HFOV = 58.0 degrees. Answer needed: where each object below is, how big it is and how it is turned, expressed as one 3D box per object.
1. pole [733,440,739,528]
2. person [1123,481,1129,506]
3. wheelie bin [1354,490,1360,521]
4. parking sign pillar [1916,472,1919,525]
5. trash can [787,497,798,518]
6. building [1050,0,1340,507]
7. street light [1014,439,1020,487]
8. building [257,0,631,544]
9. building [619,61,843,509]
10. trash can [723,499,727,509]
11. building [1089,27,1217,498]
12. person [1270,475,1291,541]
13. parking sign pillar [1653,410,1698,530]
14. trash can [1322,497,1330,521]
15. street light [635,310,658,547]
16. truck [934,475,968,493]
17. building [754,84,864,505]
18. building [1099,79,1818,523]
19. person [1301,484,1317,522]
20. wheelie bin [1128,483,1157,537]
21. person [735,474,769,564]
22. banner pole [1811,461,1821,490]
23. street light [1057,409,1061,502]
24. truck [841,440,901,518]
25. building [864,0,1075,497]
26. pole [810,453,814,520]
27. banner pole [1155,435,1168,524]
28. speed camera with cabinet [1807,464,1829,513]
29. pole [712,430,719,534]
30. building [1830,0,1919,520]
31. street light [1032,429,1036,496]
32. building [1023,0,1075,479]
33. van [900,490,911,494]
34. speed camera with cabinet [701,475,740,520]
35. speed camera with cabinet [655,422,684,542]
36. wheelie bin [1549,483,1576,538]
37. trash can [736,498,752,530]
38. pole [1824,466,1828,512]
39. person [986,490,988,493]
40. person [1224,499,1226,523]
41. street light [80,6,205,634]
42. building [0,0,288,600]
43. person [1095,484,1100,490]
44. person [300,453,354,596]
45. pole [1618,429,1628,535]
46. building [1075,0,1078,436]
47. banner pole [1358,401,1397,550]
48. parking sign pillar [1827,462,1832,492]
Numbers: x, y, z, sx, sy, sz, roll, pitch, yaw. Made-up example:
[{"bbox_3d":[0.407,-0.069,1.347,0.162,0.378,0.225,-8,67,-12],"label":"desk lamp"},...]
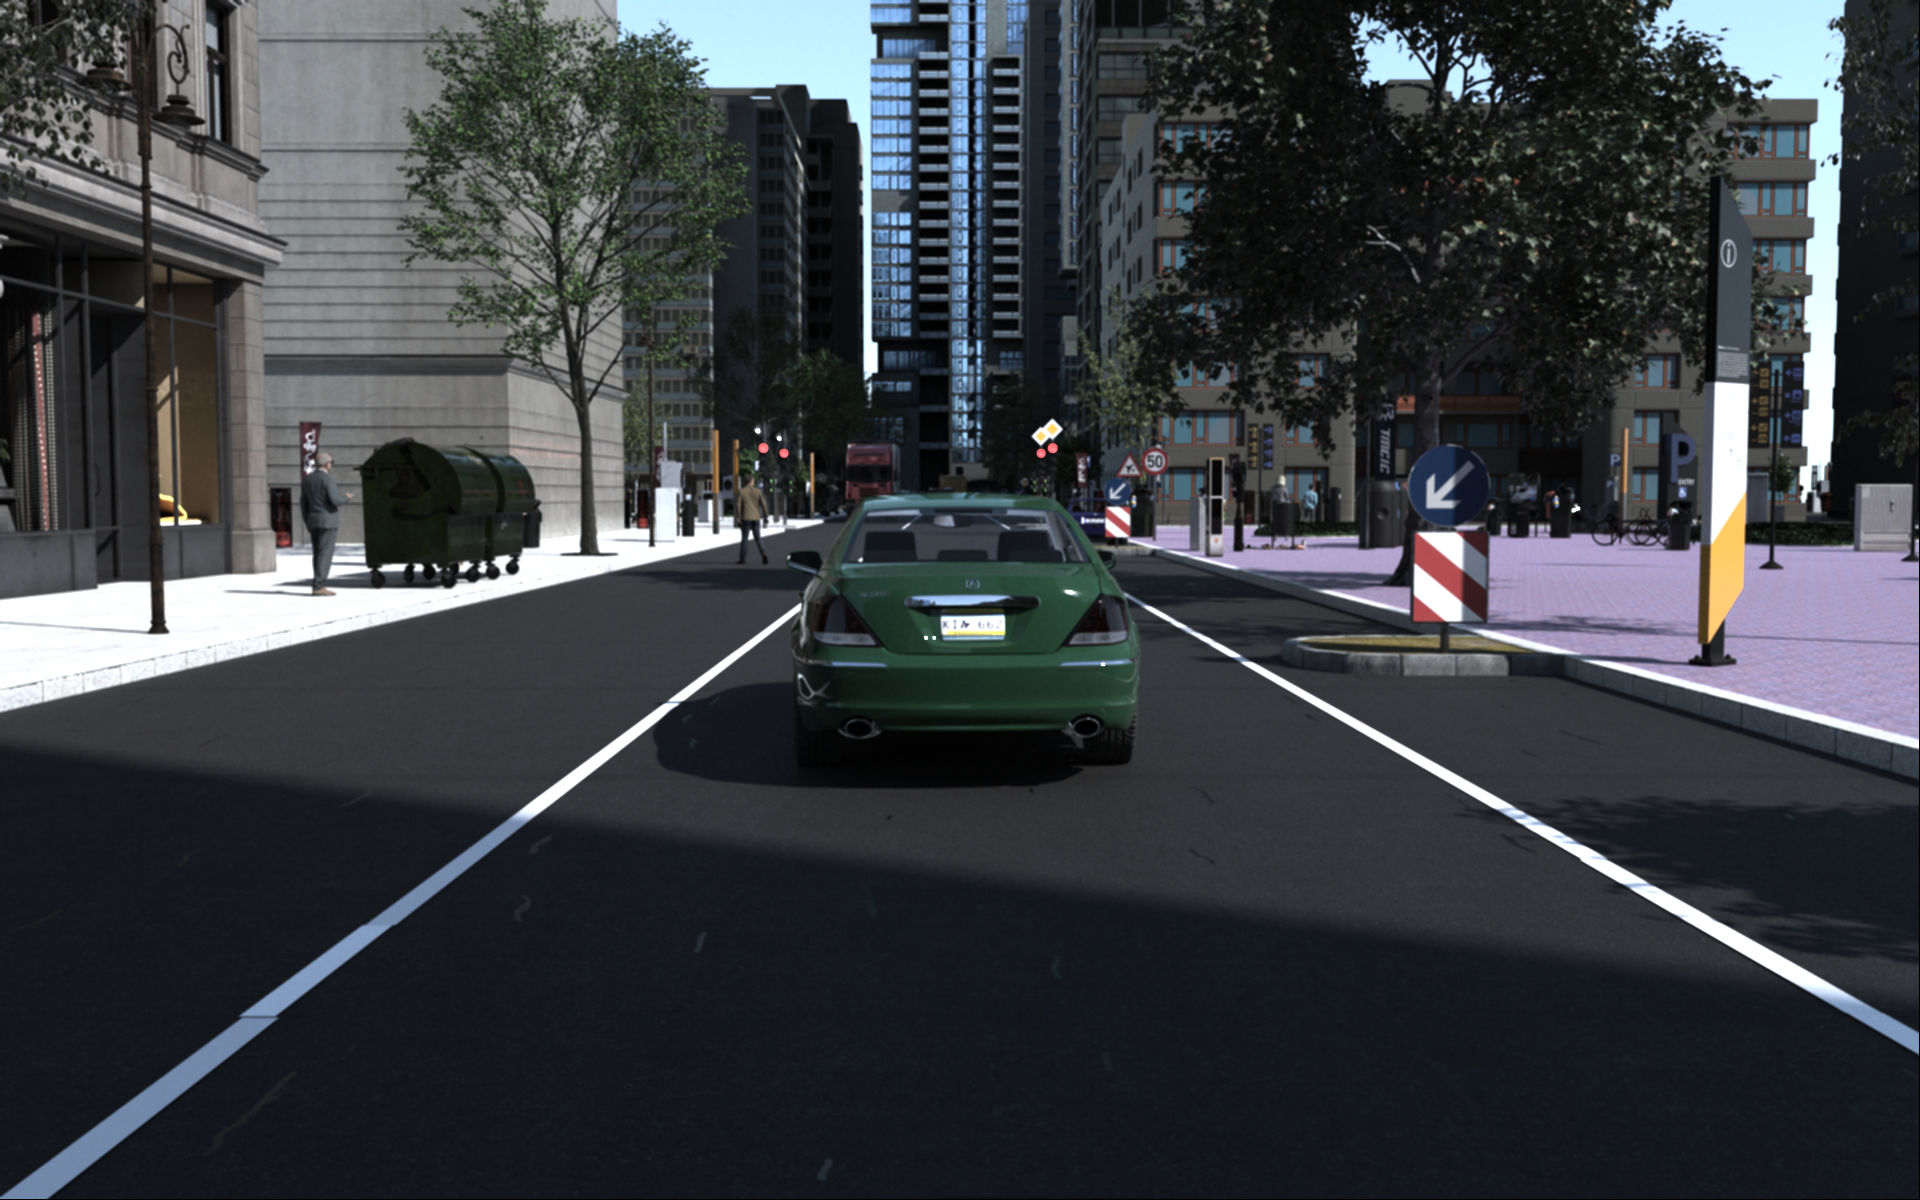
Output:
[{"bbox_3d":[-8.402,-4.353,65.008,0.158,3.312,0.155,0,3,0],"label":"pole"},{"bbox_3d":[7.077,-4.149,73.890,0.620,1.820,0.660,3,4,37],"label":"person"},{"bbox_3d":[17.550,-4.131,75.448,0.693,1.594,0.980,0,4,1],"label":"wheelie bin"},{"bbox_3d":[40.983,-5.150,72.670,1.447,3.967,1.447,-2,4,-25],"label":"parking sign pillar"},{"bbox_3d":[-9.047,-4.990,93.236,0.748,1.137,0.748,0,3,0],"label":"trash can"},{"bbox_3d":[17.979,-42.632,135.287,20.563,71.187,20.611,0,4,0],"label":"building"},{"bbox_3d":[4.852,-10.631,146.598,0.468,5.910,1.993,0,4,0],"label":"street light"},{"bbox_3d":[-33.117,-16.836,51.685,44.131,29.872,17.030,0,4,0],"label":"building"},{"bbox_3d":[-27.877,-28.568,158.960,32.217,40.220,23.993,0,4,0],"label":"building"},{"bbox_3d":[-14.673,-5.827,106.917,0.748,1.137,0.748,0,3,0],"label":"trash can"},{"bbox_3d":[15.220,-20.764,111.199,14.160,30.474,14.107,0,4,0],"label":"building"},{"bbox_3d":[8.811,-2.540,47.753,0.537,1.800,0.526,2,4,35],"label":"person"},{"bbox_3d":[23.216,-4.130,56.000,1.447,3.967,1.447,-2,4,-24],"label":"parking sign pillar"},{"bbox_3d":[15.980,-3.848,74.561,0.748,1.137,0.748,0,3,0],"label":"trash can"},{"bbox_3d":[-7.514,-4.238,42.071,0.468,5.910,1.993,0,4,0],"label":"street light"},{"bbox_3d":[-0.800,-10.986,175.547,3.469,3.379,9.791,0,4,-2],"label":"truck"},{"bbox_3d":[-22.667,-35.840,209.679,21.600,48.544,21.300,0,4,0],"label":"building"},{"bbox_3d":[22.906,-14.966,89.726,28.899,21.520,27.650,0,4,0],"label":"building"},{"bbox_3d":[13.743,-3.652,68.236,0.660,1.820,0.620,2,4,25],"label":"person"},{"bbox_3d":[5.457,-2.670,51.570,0.693,1.594,0.980,2,4,32],"label":"wheelie bin"},{"bbox_3d":[-4.233,-1.650,35.385,0.836,1.842,0.656,3,4,38],"label":"person"},{"bbox_3d":[65.390,-8.698,132.224,0.863,3.779,0.401,0,4,4],"label":"banner pole"},{"bbox_3d":[5.319,-7.413,93.990,0.468,5.910,1.993,0,4,0],"label":"street light"},{"bbox_3d":[-4.554,-6.268,91.401,2.839,4.237,11.283,0,3,0],"label":"truck"},{"bbox_3d":[-0.589,-56.906,243.087,31.000,86.520,22.319,0,4,0],"label":"building"},{"bbox_3d":[-7.313,-5.615,85.646,0.158,3.312,0.155,0,3,0],"label":"pole"},{"bbox_3d":[8.518,-5.106,73.499,0.401,3.779,0.863,3,5,42],"label":"banner pole"},{"bbox_3d":[57.676,-7.467,116.421,0.660,3.252,2.038,0,4,2],"label":"speed camera with cabinet"},{"bbox_3d":[-7.806,-3.760,55.318,0.158,3.312,0.155,0,3,0],"label":"pole"},{"bbox_3d":[56.182,-28.220,85.106,21.600,48.544,21.300,0,4,0],"label":"building"},{"bbox_3d":[5.112,-9.022,120.294,0.468,5.910,1.993,0,4,0],"label":"street light"},{"bbox_3d":[17.994,-40.585,205.566,21.231,58.520,28.212,0,4,0],"label":"building"},{"bbox_3d":[-5.795,-10.549,179.493,2.013,2.044,4.112,0,4,1],"label":"van"},{"bbox_3d":[-11.871,-5.599,85.885,2.038,3.252,0.660,2,4,30],"label":"speed camera with cabinet"},{"bbox_3d":[-7.914,-3.231,47.159,0.660,3.252,2.038,0,4,-4],"label":"speed camera with cabinet"},{"bbox_3d":[17.620,-2.617,50.692,0.693,1.594,0.980,2,4,25],"label":"wheelie bin"},{"bbox_3d":[-7.646,-3.085,62.095,0.748,1.137,0.748,0,3,0],"label":"trash can"},{"bbox_3d":[62.457,-8.020,124.970,0.158,3.312,0.155,0,3,0],"label":"pole"},{"bbox_3d":[2.280,-8.322,144.921,0.694,1.780,0.624,1,4,20],"label":"person"},{"bbox_3d":[11.382,-3.966,75.136,0.306,1.304,0.590,0,4,1],"label":"person"},{"bbox_3d":[-7.378,-2.629,15.767,0.468,5.910,1.993,0,4,0],"label":"street light"},{"bbox_3d":[-15.588,-9.618,8.161,10.553,20.767,40.483,0,4,0],"label":"building"},{"bbox_3d":[7.368,-5.314,93.156,0.641,1.798,0.478,-2,4,-30],"label":"person"},{"bbox_3d":[-8.012,-0.962,21.946,0.661,1.801,0.590,2,4,28],"label":"person"},{"bbox_3d":[20.679,-3.679,53.996,0.158,3.312,0.155,0,3,0],"label":"pole"},{"bbox_3d":[18.803,-52.730,174.814,22.319,86.520,31.000,0,4,0],"label":"building"},{"bbox_3d":[9.637,-3.053,39.930,0.863,3.779,0.401,1,4,22],"label":"banner pole"},{"bbox_3d":[73.101,-9.561,144.791,1.447,3.967,1.447,-2,4,-26],"label":"parking sign pillar"}]
